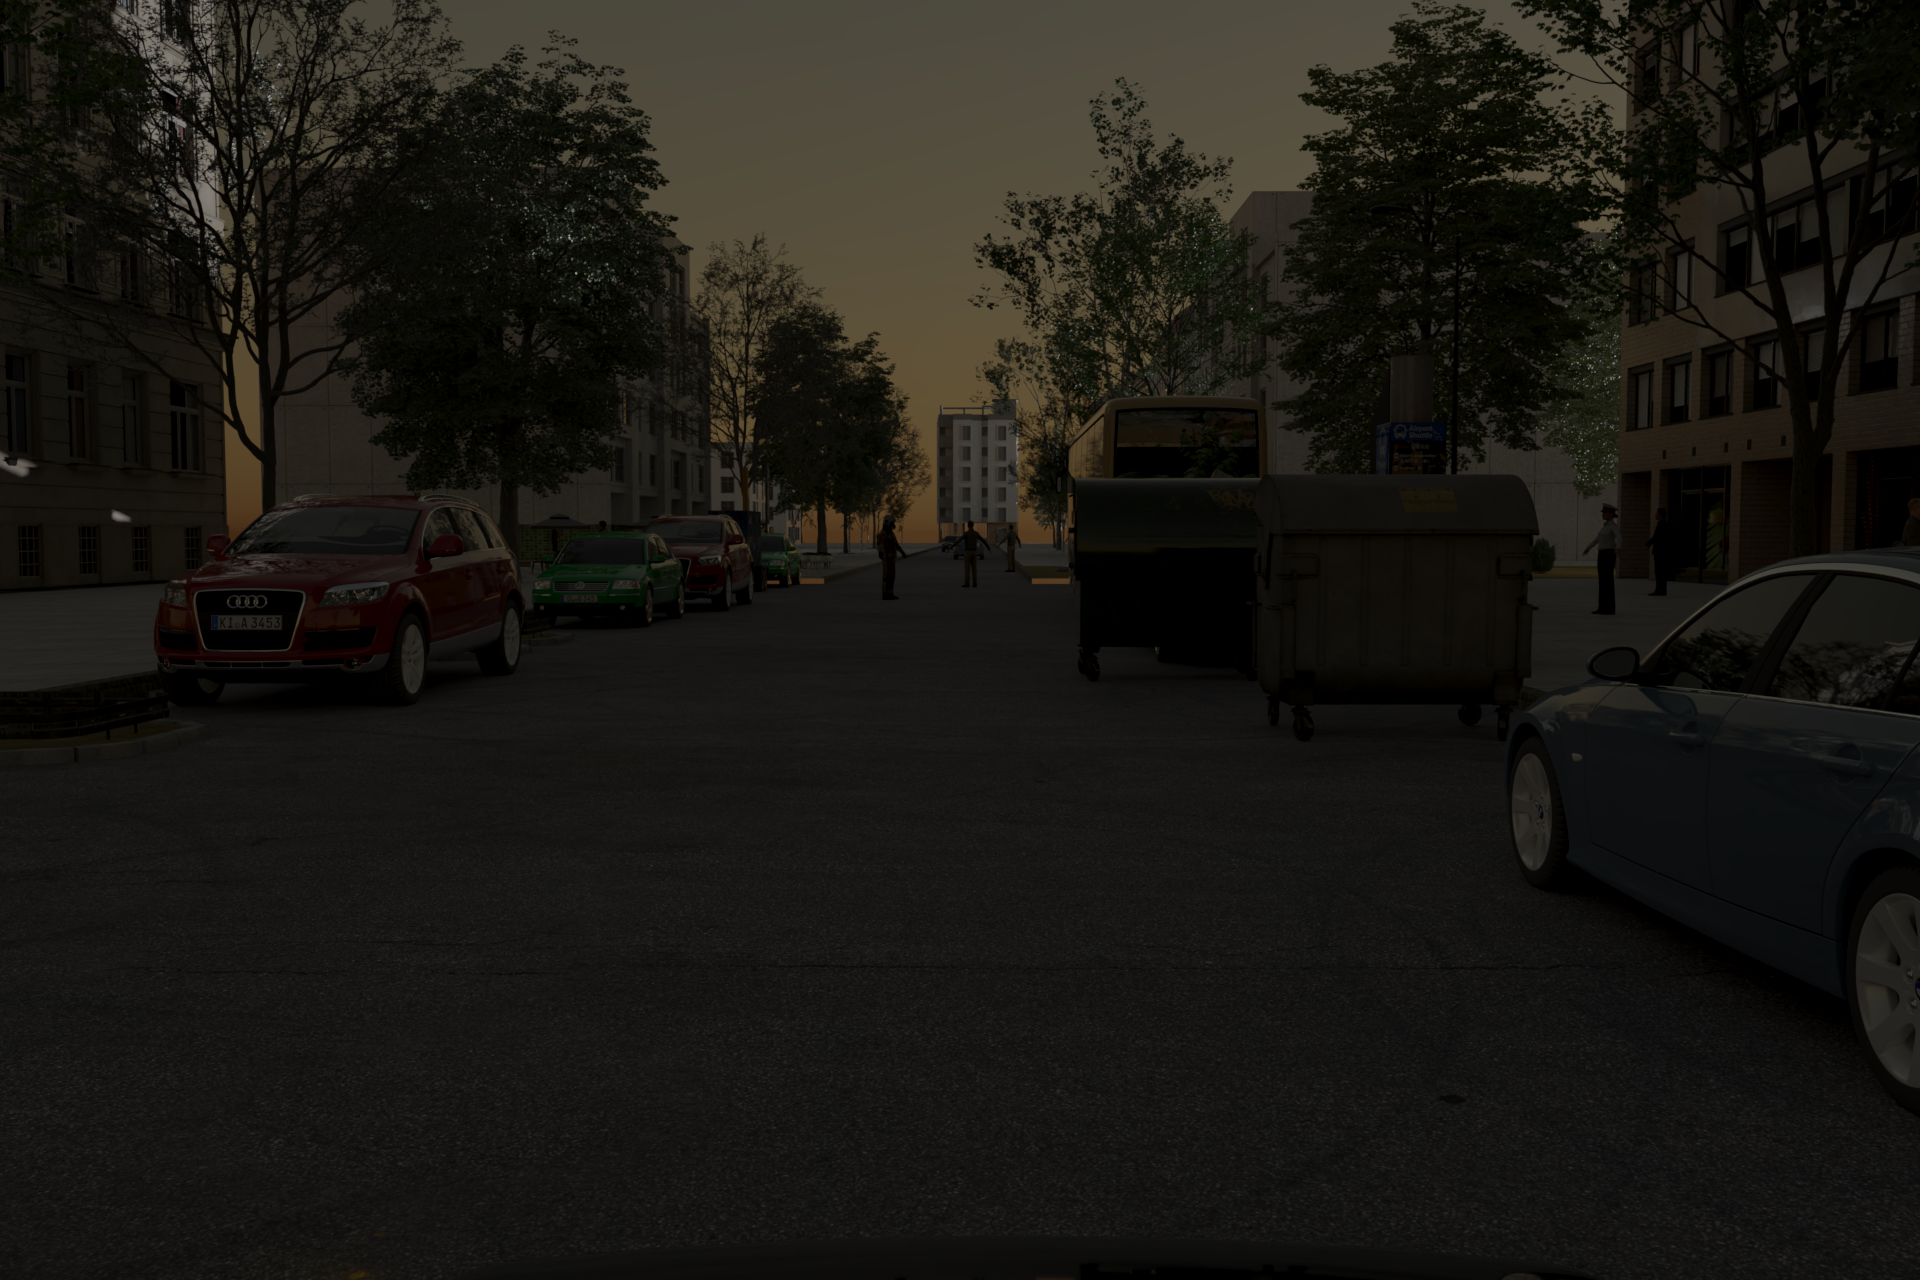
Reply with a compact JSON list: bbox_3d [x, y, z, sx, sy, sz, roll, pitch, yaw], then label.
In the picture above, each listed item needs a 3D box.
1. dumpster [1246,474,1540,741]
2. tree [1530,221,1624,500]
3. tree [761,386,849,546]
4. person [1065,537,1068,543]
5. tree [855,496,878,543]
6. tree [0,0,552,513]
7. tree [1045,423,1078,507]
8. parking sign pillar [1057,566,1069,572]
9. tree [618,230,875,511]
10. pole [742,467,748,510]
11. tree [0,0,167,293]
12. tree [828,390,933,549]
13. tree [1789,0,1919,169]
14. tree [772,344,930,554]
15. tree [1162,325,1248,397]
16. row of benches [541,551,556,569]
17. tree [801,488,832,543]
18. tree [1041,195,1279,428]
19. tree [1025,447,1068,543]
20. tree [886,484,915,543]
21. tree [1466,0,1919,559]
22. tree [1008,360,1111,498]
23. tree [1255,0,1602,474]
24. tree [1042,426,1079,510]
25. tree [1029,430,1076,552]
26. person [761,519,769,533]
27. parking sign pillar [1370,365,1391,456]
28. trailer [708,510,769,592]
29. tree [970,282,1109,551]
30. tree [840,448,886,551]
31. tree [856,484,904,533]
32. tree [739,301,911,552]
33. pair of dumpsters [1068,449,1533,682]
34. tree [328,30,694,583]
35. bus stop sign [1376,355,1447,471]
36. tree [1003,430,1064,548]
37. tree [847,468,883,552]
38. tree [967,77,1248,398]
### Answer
[{"bbox_3d":[3.063,-0.259,12.443,1.865,1.857,1.264,0,4,-1],"label":"dumpster"},{"bbox_3d":[24.067,-8.828,62.468,7.486,12.596,7.792,0,3,0],"label":"tree"},{"bbox_3d":[-8.197,-8.112,83.000,4.360,8.622,3.978,0,3,0],"label":"tree"},{"bbox_3d":[4.653,-3.726,66.774,1.347,1.847,0.705,1,4,21],"label":"person"},{"bbox_3d":[-12.927,-18.173,247.497,4.360,8.622,3.978,0,3,0],"label":"tree"},{"bbox_3d":[-12.415,-7.352,30.580,12.009,13.543,11.850,0,3,0],"label":"tree"},{"bbox_3d":[7.304,-9.711,109.133,4.360,8.622,3.978,0,3,0],"label":"tree"},{"bbox_3d":[4.021,-4.308,58.909,1.447,3.967,1.447,0,4,2],"label":"parking sign pillar"},{"bbox_3d":[-8.751,-9.808,70.726,12.009,13.543,11.850,0,3,0],"label":"tree"},{"bbox_3d":[-6.557,-3.618,52.992,0.158,3.312,0.155,0,3,0],"label":"pole"},{"bbox_3d":[-12.367,-5.674,18.522,9.928,11.665,9.643,0,3,0],"label":"tree"},{"bbox_3d":[-7.332,-14.541,148.117,12.009,13.543,11.850,0,3,0],"label":"tree"},{"bbox_3d":[9.374,-6.329,10.129,9.857,13.997,8.962,0,3,0],"label":"tree"},{"bbox_3d":[-7.565,-12.390,112.943,12.009,13.543,11.850,0,3,0],"label":"tree"},{"bbox_3d":[8.828,-6.758,60.851,4.360,8.622,3.978,0,3,0],"label":"tree"},{"bbox_3d":[-14.658,-2.914,63.108,1.422,0.672,4.104,-1,4,-22],"label":"row of benches"},{"bbox_3d":[-22.569,-20.450,244.720,12.009,13.543,11.850,0,3,0],"label":"tree"},{"bbox_3d":[6.107,-7.796,53.219,9.928,11.665,9.643,0,3,0],"label":"tree"},{"bbox_3d":[14.052,-20.472,241.364,9.857,13.997,8.962,0,3,0],"label":"tree"},{"bbox_3d":[-8.523,-18.171,247.454,4.737,8.622,4.395,0,3,0],"label":"tree"},{"bbox_3d":[9.780,-5.747,19.727,9.928,11.665,9.643,0,3,0],"label":"tree"},{"bbox_3d":[7.002,-9.625,91.783,8.767,10.594,7.601,-2,4,-32],"label":"tree"},{"bbox_3d":[10.206,-7.283,37.198,7.486,12.596,7.792,0,3,0],"label":"tree"},{"bbox_3d":[7.502,-10.074,115.067,4.737,8.622,4.395,0,3,0],"label":"tree"},{"bbox_3d":[7.196,-10.525,122.444,4.737,8.622,4.395,0,3,0],"label":"tree"},{"bbox_3d":[-6.305,-3.051,56.351,0.721,1.772,1.216,-3,5,-44],"label":"person"},{"bbox_3d":[7.064,-2.442,28.402,1.447,3.967,1.447,0,4,1],"label":"parking sign pillar"},{"bbox_3d":[-5.608,-2.176,42.623,1.471,1.999,3.904,0,4,1],"label":"trailer"},{"bbox_3d":[7.128,-16.950,133.021,12.611,20.169,13.585,0,3,0],"label":"tree"},{"bbox_3d":[-7.543,-11.121,132.190,4.737,8.622,4.395,0,3,0],"label":"tree"},{"bbox_3d":[-11.139,-18.730,240.652,7.601,10.594,8.767,0,4,1],"label":"tree"},{"bbox_3d":[-7.539,-11.473,94.242,9.857,13.997,8.962,0,3,0],"label":"tree"},{"bbox_3d":[3.299,-0.753,17.261,4.436,2.255,1.574,0,4,1],"label":"pair of dumpsters"},{"bbox_3d":[-11.851,-8.450,44.813,9.857,13.997,8.962,0,3,0],"label":"tree"},{"bbox_3d":[6.718,-2.252,25.841,0.837,3.901,0.837,0,4,0],"label":"bus stop sign"},{"bbox_3d":[8.237,-13.457,154.437,7.601,10.594,8.767,3,5,42],"label":"tree"},{"bbox_3d":[-7.664,-10.564,123.080,4.737,8.622,4.395,0,3,0],"label":"tree"},{"bbox_3d":[6.367,-13.392,74.845,12.611,20.169,13.585,0,3,0],"label":"tree"}]
